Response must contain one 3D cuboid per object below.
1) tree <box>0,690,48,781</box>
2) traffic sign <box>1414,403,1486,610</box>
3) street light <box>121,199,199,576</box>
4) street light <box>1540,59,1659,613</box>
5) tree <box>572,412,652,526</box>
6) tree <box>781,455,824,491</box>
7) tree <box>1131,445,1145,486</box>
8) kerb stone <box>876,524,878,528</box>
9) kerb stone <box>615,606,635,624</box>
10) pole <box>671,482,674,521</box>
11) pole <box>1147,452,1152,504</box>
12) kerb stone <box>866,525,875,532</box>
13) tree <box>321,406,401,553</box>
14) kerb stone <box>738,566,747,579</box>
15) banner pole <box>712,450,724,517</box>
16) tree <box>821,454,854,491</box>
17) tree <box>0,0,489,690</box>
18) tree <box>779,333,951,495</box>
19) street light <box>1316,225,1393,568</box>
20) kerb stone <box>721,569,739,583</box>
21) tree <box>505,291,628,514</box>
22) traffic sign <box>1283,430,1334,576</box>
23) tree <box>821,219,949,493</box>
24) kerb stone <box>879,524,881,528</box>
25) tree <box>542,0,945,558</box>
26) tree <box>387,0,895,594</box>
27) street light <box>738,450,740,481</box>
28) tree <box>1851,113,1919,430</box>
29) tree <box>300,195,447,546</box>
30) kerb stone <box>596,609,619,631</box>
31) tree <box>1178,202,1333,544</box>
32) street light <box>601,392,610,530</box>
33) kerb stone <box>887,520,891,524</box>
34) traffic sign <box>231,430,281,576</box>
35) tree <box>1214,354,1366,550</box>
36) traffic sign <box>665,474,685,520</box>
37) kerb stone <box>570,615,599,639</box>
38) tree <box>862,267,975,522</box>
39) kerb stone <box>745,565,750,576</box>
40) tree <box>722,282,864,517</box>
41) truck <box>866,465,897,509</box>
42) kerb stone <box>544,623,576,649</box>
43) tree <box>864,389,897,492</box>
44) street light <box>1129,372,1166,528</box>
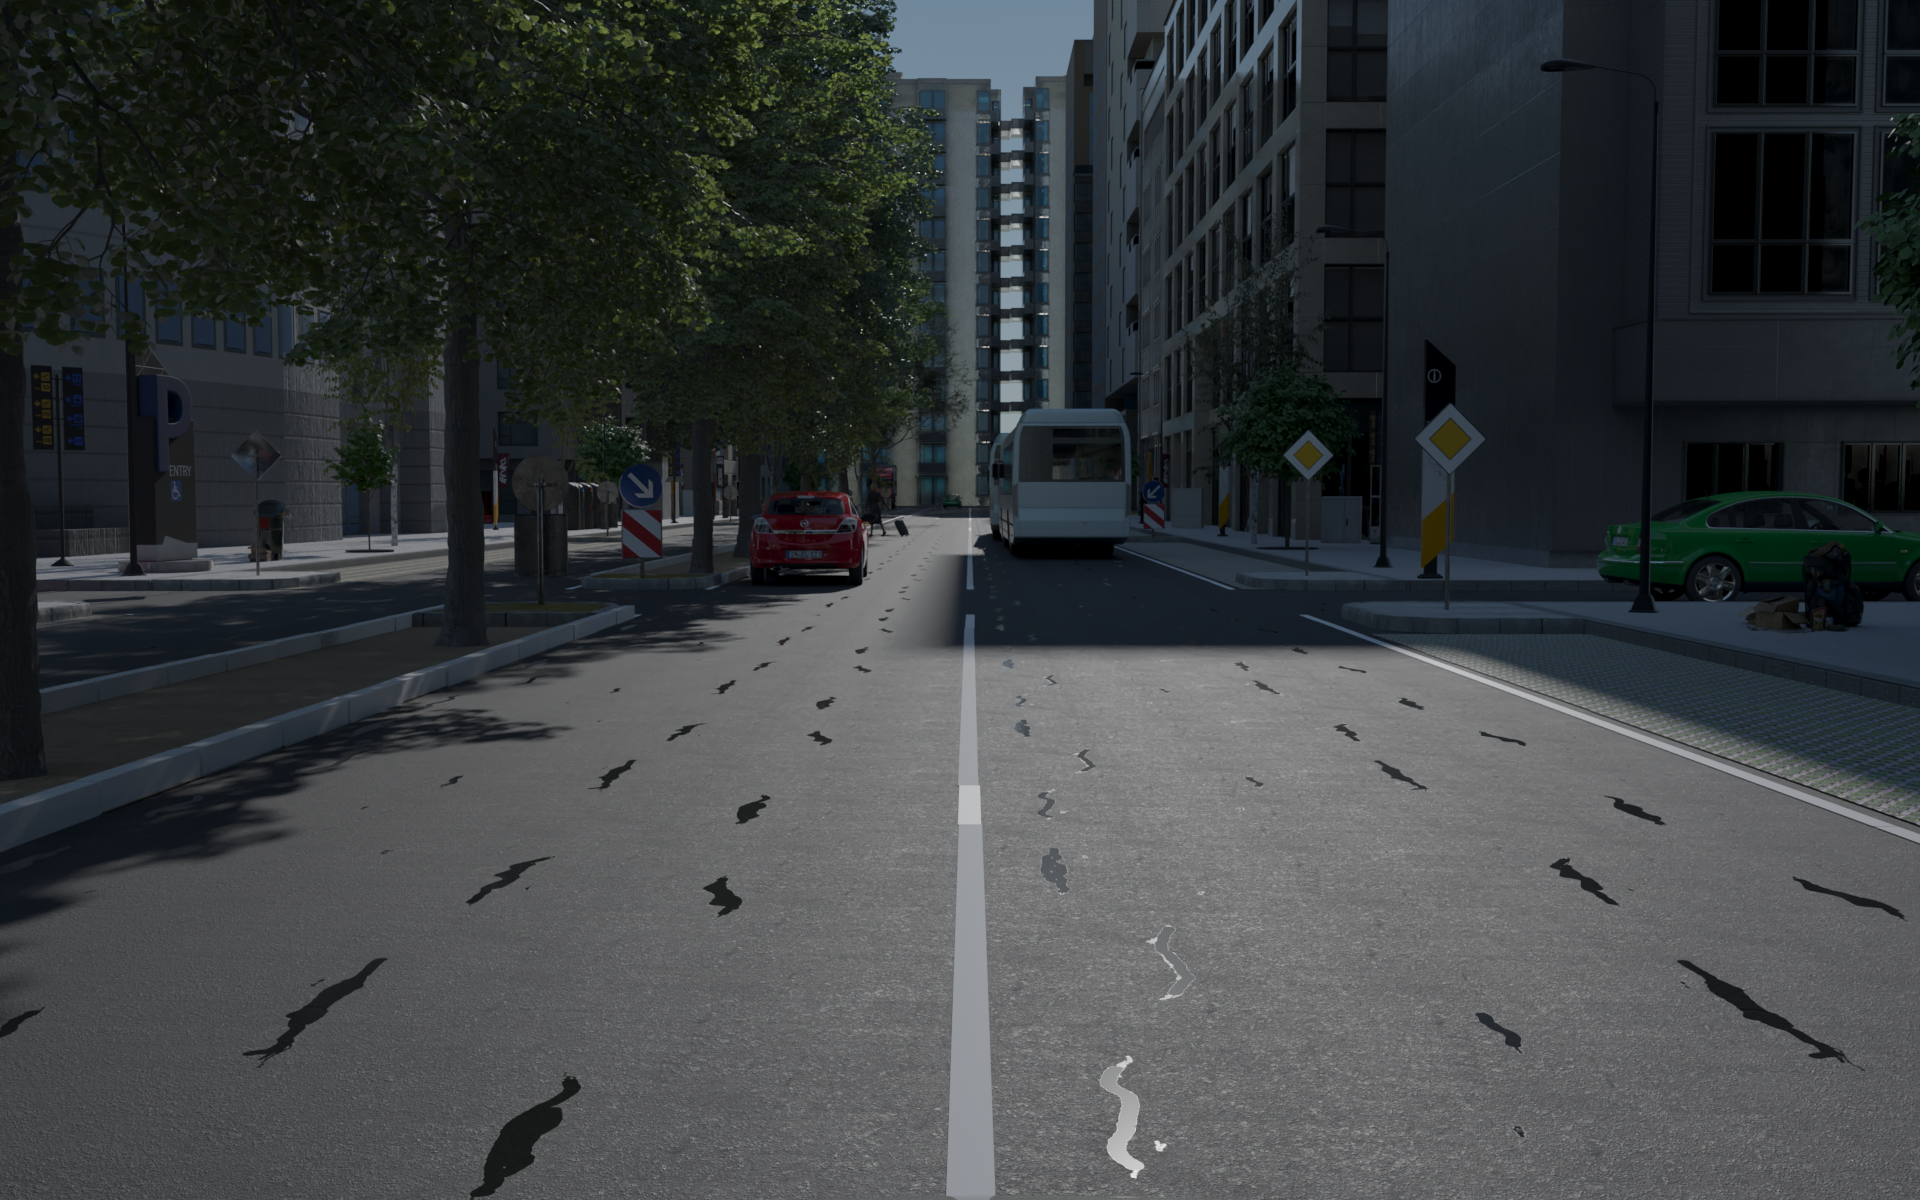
[{"bbox_3d":[-4.956,-5.395,8.791,7.486,12.596,7.792,0,3,0],"label":"tree"},{"bbox_3d":[5.390,-0.947,19.126,0.795,2.450,0.064,0,4,0],"label":"traffic sign"},{"bbox_3d":[-12.452,-3.334,27.053,1.470,5.913,1.316,0,4,0],"label":"street light"},{"bbox_3d":[6.895,-2.821,18.660,1.470,5.913,1.316,0,4,0],"label":"street light"},{"bbox_3d":[-14.006,-5.246,69.482,4.285,4.588,4.351,0,3,0],"label":"tree"},{"bbox_3d":[-13.297,-10.140,149.501,4.285,4.588,4.351,0,3,0],"label":"tree"},{"bbox_3d":[8.033,-6.581,91.314,4.285,4.588,4.351,0,3,0],"label":"tree"},{"bbox_3d":[-3.537,-2.945,70.339,0.120,0.150,1.000,0,4,0],"label":"kerb stone"},{"bbox_3d":[-3.827,0.170,19.533,0.120,0.150,1.000,0,4,0],"label":"kerb stone"},{"bbox_3d":[-13.807,-5.475,83.357,0.158,3.312,0.155,0,3,0],"label":"pole"},{"bbox_3d":[9.096,-5.468,83.251,0.158,3.312,0.155,0,3,0],"label":"pole"},{"bbox_3d":[-3.548,-2.819,68.288,0.120,0.150,1.000,0,4,0],"label":"kerb stone"},{"bbox_3d":[-13.158,-2.660,38.098,1.663,3.219,1.824,0,3,0],"label":"tree"},{"bbox_3d":[-3.774,-0.435,29.308,0.120,0.150,1.000,0,4,0],"label":"kerb stone"},{"bbox_3d":[-13.867,-6.667,99.021,0.863,3.779,0.401,0,4,-8],"label":"banner pole"},{"bbox_3d":[-12.480,-14.057,180.195,4.360,8.622,3.978,0,3,0],"label":"tree"},{"bbox_3d":[-4.771,-5.858,16.362,7.486,12.596,7.792,0,3,0],"label":"tree"},{"bbox_3d":[-4.524,-8.165,70.362,8.767,10.594,7.601,0,4,0],"label":"tree"},{"bbox_3d":[6.858,-3.521,30.114,1.470,5.913,1.316,0,4,0],"label":"street light"},{"bbox_3d":[-3.778,-0.372,28.285,0.120,0.150,1.000,0,4,0],"label":"kerb stone"},{"bbox_3d":[-13.450,-6.617,58.555,4.737,8.622,4.395,0,3,0],"label":"tree"},{"bbox_3d":[5.437,-1.435,27.111,0.795,2.450,0.064,0,4,0],"label":"traffic sign"},{"bbox_3d":[-4.154,-8.151,61.480,9.928,11.665,9.643,0,3,0],"label":"tree"},{"bbox_3d":[-3.517,-3.132,73.413,0.120,0.150,1.000,0,4,0],"label":"kerb stone"},{"bbox_3d":[-4.782,-7.931,38.790,9.857,13.997,8.962,0,3,0],"label":"tree"},{"bbox_3d":[-4.460,-6.650,29.307,7.486,12.596,7.792,0,3,0],"label":"tree"},{"bbox_3d":[-12.100,-7.741,99.105,1.470,5.913,1.316,0,4,0],"label":"street light"},{"bbox_3d":[7.716,-1.702,11.540,4.285,4.588,4.351,0,3,0],"label":"tree"},{"bbox_3d":[-14.117,-5.657,42.862,4.737,8.622,4.395,0,3,0],"label":"tree"},{"bbox_3d":[-3.839,0.233,18.510,0.120,0.150,1.000,0,4,0],"label":"kerb stone"},{"bbox_3d":[7.578,-5.758,44.498,4.360,8.622,3.978,0,3,0],"label":"tree"},{"bbox_3d":[-12.330,-5.513,62.681,1.470,5.913,1.316,0,4,0],"label":"street light"},{"bbox_3d":[-3.475,-3.635,81.630,0.120,0.150,1.000,0,4,0],"label":"kerb stone"},{"bbox_3d":[-11.057,-1.442,27.227,0.795,2.450,0.064,0,4,0],"label":"traffic sign"},{"bbox_3d":[7.695,-3.459,40.275,4.285,4.588,4.351,0,3,0],"label":"tree"},{"bbox_3d":[-12.733,-4.730,77.343,0.884,2.594,0.081,0,4,3],"label":"traffic sign"},{"bbox_3d":[-3.836,0.290,17.487,0.120,0.150,1.000,0,4,0],"label":"kerb stone"},{"bbox_3d":[-4.306,-10.639,86.774,12.009,13.543,11.850,0,3,0],"label":"tree"},{"bbox_3d":[-3.768,-0.498,30.332,0.120,0.150,1.000,0,4,0],"label":"kerb stone"},{"bbox_3d":[-4.996,-5.728,46.471,4.737,8.622,4.395,0,3,0],"label":"tree"},{"bbox_3d":[-7.470,-10.955,168.024,2.839,4.237,11.283,0,4,-1],"label":"truck"},{"bbox_3d":[-3.850,0.351,16.463,0.120,0.150,1.000,0,4,0],"label":"kerb stone"},{"bbox_3d":[-4.488,-7.635,77.651,4.737,8.622,4.395,0,3,0],"label":"tree"},{"bbox_3d":[7.136,-5.714,65.972,1.470,5.913,1.316,0,4,0],"label":"street light"}]
